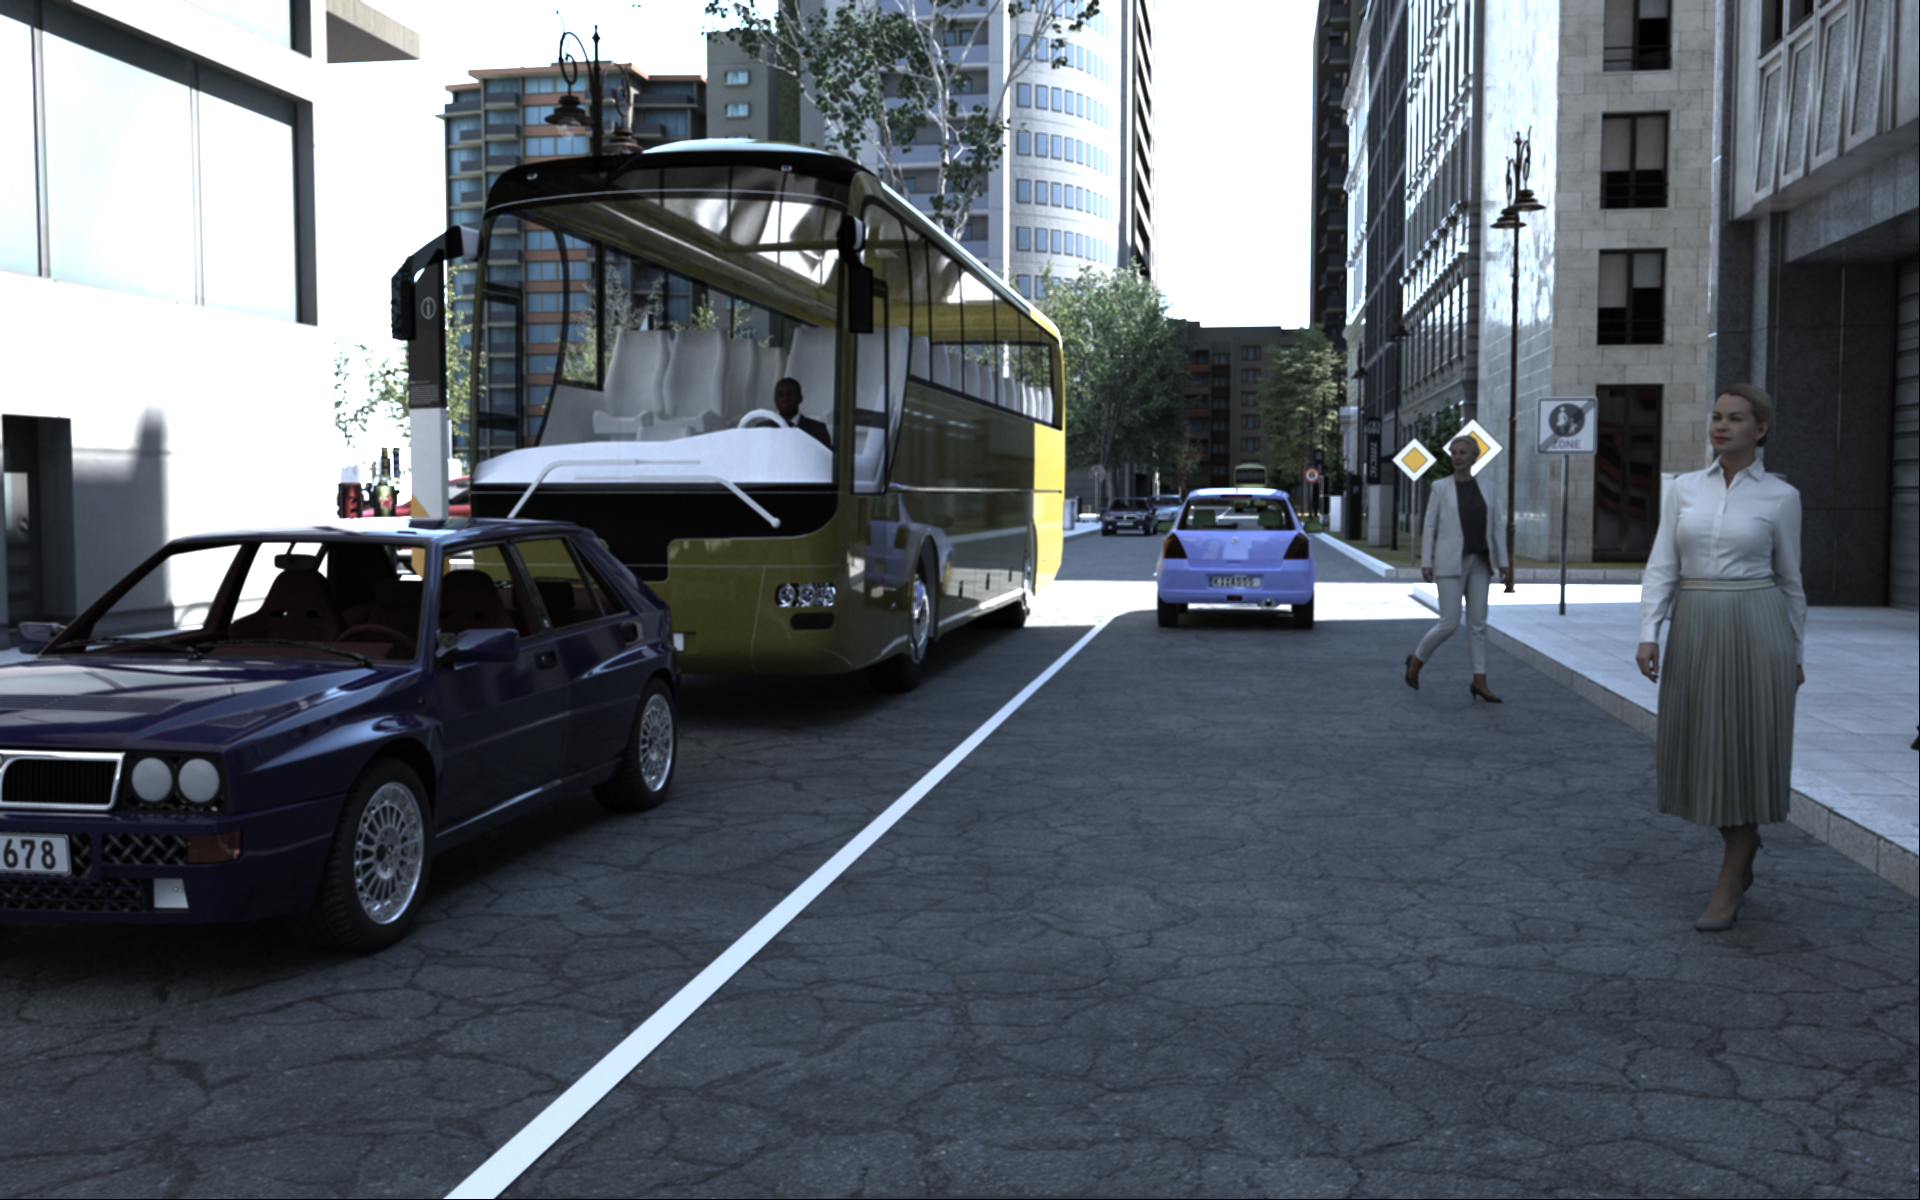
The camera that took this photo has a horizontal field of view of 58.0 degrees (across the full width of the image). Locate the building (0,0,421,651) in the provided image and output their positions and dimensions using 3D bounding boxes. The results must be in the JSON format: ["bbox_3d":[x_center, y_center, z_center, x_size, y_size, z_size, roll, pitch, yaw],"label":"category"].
[{"bbox_3d":[-20.860,-25.669,8.925,27.495,52.752,28.713,1,4,9],"label":"building"}]

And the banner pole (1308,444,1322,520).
[{"bbox_3d":[17.695,-5.868,85.965,0.863,3.779,0.401,-1,4,-15],"label":"banner pole"}]

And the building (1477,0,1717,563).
[{"bbox_3d":[20.130,-11.057,35.533,16.860,20.320,10.420,1,4,9],"label":"building"}]

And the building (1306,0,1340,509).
[{"bbox_3d":[38.483,-30.855,154.588,14.600,45.320,14.200,1,4,9],"label":"building"}]

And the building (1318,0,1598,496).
[{"bbox_3d":[39.119,-29.241,132.718,22.147,44.769,28.867,1,4,9],"label":"building"}]

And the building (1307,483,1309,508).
[{"bbox_3d":[41.186,-29.690,169.018,14.154,41.232,14.086,1,4,9],"label":"building"}]

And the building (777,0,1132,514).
[{"bbox_3d":[0.589,-35.448,121.578,21.231,58.520,28.212,1,4,9],"label":"building"}]

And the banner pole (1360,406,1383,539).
[{"bbox_3d":[11.672,-3.636,49.474,0.863,3.779,0.401,-1,4,-16],"label":"banner pole"}]

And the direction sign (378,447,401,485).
[{"bbox_3d":[-27.201,-5.553,82.795,0.876,3.537,0.379,-1,4,-17],"label":"direction sign"}]

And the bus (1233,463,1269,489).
[{"bbox_3d":[23.128,-8.946,137.820,2.896,3.916,12.252,1,4,10],"label":"bus"}]

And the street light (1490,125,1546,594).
[{"bbox_3d":[7.111,-3.024,22.228,0.468,5.910,1.993,1,4,9],"label":"street light"}]

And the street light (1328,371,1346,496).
[{"bbox_3d":[14.208,-5.644,65.062,0.468,5.910,1.993,1,4,9],"label":"street light"}]

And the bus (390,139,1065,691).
[{"bbox_3d":[-0.928,-1.493,15.966,2.896,3.916,12.252,1,4,10],"label":"bus"}]

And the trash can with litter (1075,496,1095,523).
[{"bbox_3d":[5.298,-4.132,78.616,1.678,1.210,2.233,0,4,4],"label":"trash can with litter"}]

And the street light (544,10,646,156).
[{"bbox_3d":[-3.578,-2.717,17.205,0.468,5.910,1.993,1,4,9],"label":"street light"}]

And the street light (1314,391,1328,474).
[{"bbox_3d":[16.320,-6.427,77.875,0.468,5.910,1.993,1,4,9],"label":"street light"}]

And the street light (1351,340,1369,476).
[{"bbox_3d":[12.016,-4.855,52.168,0.468,5.910,1.993,1,4,9],"label":"street light"}]

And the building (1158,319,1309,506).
[{"bbox_3d":[26.554,-22.013,204.949,28.899,21.520,27.650,1,4,9],"label":"building"}]

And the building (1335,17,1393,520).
[{"bbox_3d":[27.836,-18.817,93.566,13.634,28.700,20.117,1,4,9],"label":"building"}]

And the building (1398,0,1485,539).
[{"bbox_3d":[18.602,-12.333,50.796,9.793,20.994,18.267,1,4,9],"label":"building"}]

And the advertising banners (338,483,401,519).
[{"bbox_3d":[-8.530,-1.718,24.278,0.090,3.025,2.074,1,4,19],"label":"advertising banners"}]

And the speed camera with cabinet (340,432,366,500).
[{"bbox_3d":[-19.756,-3.781,56.162,0.660,3.252,2.038,-1,4,-17],"label":"speed camera with cabinet"}]

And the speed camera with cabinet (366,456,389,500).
[{"bbox_3d":[-30.381,-5.780,88.845,2.038,3.252,0.660,-2,4,-32],"label":"speed camera with cabinet"}]

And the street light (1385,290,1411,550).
[{"bbox_3d":[9.913,-4.071,39.355,0.468,5.910,1.993,1,4,9],"label":"street light"}]

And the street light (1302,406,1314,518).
[{"bbox_3d":[18.418,-7.230,90.998,0.468,5.910,1.993,1,4,9],"label":"street light"}]

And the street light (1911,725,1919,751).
[{"bbox_3d":[4.874,-2.185,8.512,0.468,5.910,1.993,1,4,9],"label":"street light"}]

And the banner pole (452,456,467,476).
[{"bbox_3d":[-30.744,-7.065,105.526,0.863,3.779,0.401,0,4,5],"label":"banner pole"}]

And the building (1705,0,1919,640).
[{"bbox_3d":[13.297,-11.710,9.476,12.078,24.808,19.932,1,4,9],"label":"building"}]

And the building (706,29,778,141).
[{"bbox_3d":[-12.015,-33.637,173.663,21.600,48.544,21.300,1,4,9],"label":"building"}]

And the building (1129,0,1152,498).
[{"bbox_3d":[4.838,-31.968,146.378,21.300,48.544,21.600,1,4,9],"label":"building"}]

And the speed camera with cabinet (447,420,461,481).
[{"bbox_3d":[-13.463,-3.218,46.951,0.660,3.252,2.038,2,4,28],"label":"speed camera with cabinet"}]

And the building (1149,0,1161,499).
[{"bbox_3d":[9.004,-44.800,170.732,20.611,71.187,20.563,1,4,9],"label":"building"}]

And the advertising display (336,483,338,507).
[{"bbox_3d":[-34.300,-5.571,96.296,0.974,1.923,0.123,-2,4,-28],"label":"advertising display"}]

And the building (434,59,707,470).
[{"bbox_3d":[-36.898,-32.009,177.963,28.867,44.769,22.147,1,4,9],"label":"building"}]

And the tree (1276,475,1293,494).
[{"bbox_3d":[30.269,-10.125,160.141,1.663,3.219,1.824,0,3,0],"label":"tree"}]

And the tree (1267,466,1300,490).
[{"bbox_3d":[32.591,-11.674,174.583,4.285,4.588,4.351,0,3,0],"label":"tree"}]

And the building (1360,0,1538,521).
[{"bbox_3d":[24.690,-17.007,71.577,14.314,27.812,24.014,1,4,9],"label":"building"}]

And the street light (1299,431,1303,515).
[{"bbox_3d":[20.663,-8.043,104.297,0.468,5.910,1.993,1,4,9],"label":"street light"}]
